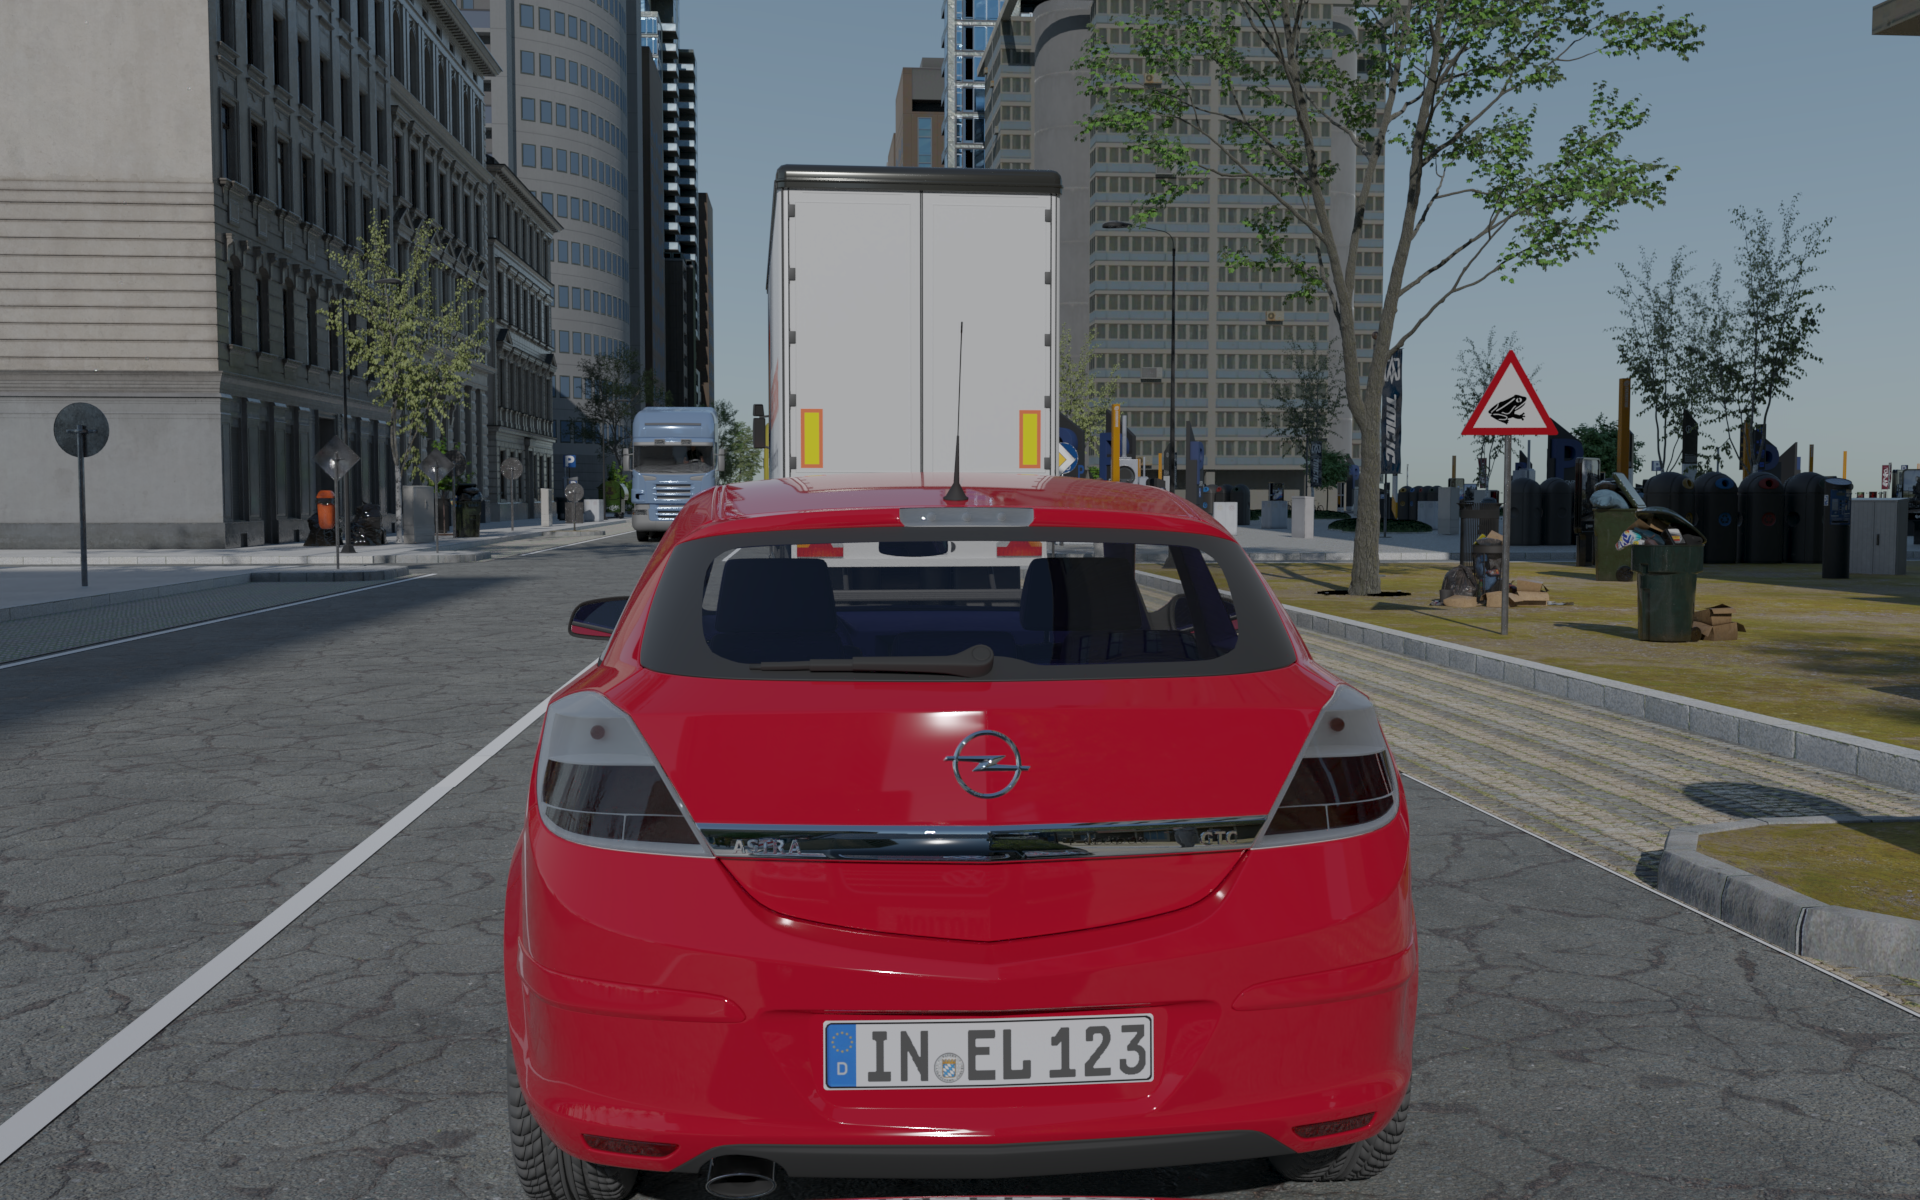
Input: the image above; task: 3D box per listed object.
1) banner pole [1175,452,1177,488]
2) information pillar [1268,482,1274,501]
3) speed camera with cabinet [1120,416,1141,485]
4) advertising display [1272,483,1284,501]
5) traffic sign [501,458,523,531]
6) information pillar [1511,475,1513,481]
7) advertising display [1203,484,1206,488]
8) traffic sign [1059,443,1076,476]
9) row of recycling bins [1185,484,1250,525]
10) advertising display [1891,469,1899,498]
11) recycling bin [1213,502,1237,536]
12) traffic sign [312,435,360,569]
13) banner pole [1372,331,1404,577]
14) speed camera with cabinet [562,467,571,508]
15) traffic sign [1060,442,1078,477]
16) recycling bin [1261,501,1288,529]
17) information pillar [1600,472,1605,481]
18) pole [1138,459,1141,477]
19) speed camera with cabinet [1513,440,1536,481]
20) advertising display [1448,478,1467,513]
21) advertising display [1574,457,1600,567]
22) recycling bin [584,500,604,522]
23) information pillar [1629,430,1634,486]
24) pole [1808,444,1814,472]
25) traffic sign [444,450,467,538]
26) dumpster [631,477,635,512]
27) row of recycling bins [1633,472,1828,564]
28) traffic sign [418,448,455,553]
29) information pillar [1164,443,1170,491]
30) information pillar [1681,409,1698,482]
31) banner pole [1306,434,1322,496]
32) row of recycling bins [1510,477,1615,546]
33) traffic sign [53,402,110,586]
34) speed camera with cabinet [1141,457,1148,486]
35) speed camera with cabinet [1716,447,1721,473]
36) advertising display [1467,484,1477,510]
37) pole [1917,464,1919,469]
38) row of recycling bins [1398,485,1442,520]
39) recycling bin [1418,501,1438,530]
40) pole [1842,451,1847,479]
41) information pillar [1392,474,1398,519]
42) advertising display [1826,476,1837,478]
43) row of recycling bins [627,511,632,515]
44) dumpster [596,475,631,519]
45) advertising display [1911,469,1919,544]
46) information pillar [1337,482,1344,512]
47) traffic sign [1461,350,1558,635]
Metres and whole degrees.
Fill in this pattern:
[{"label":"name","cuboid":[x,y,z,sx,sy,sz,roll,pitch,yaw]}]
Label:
[{"label":"banner pole","cuboid":[11.319,-6.198,91.349,0.401,3.779,0.863,-1,4,-10]},{"label":"information pillar","cuboid":[19.489,-6.360,108.485,0.304,2.012,0.304,0,4,-3]},{"label":"speed camera with cabinet","cuboid":[3.441,-3.012,43.580,2.038,3.252,0.660,0,4,4]},{"label":"advertising display","cuboid":[19.035,-6.020,103.643,0.123,1.923,0.974,-2,4,-28]},{"label":"traffic sign","cuboid":[-15.638,-3.690,60.444,0.768,2.556,0.104,0,4,0]},{"label":"information pillar","cuboid":[21.584,-3.869,67.752,0.304,2.012,0.304,0,4,6]},{"label":"advertising display","cuboid":[15.198,-6.303,108.273,0.123,1.923,0.974,0,4,-7]},{"label":"traffic sign","cuboid":[1.642,-1.645,30.541,0.795,2.450,0.064,0,4,-5]},{"label":"row of recycling bins","cuboid":[10.815,-4.010,72.678,1.069,1.692,3.534,-3,4,-36]},{"label":"advertising display","cuboid":[24.648,-2.462,45.466,0.123,1.923,0.974,3,5,43]},{"label":"recycling bin","cuboid":[8.197,-2.508,53.560,0.722,1.027,0.722,0,4,7]},{"label":"traffic sign","cuboid":[-10.606,-1.580,29.480,0.795,2.450,0.064,0,4,-5]},{"label":"banner pole","cuboid":[6.496,-2.234,26.535,0.401,3.779,0.863,-2,4,-25]},{"label":"speed camera with cabinet","cuboid":[-20.981,-6.046,93.194,0.660,3.252,2.038,-1,4,-19]},{"label":"traffic sign","cuboid":[2.527,-2.612,42.805,0.768,2.556,0.104,0,4,-2]},{"label":"recycling bin","cuboid":[11.697,-3.173,64.435,0.722,1.027,0.722,-1,4,-22]},{"label":"information pillar","cuboid":[21.160,-3.238,57.440,0.304,2.012,0.304,-1,4,-11]},{"label":"pole","cuboid":[10.346,-6.510,100.285,0.158,3.312,0.155,0,3,0]},{"label":"speed camera with cabinet","cuboid":[21.155,-4.249,63.806,2.038,3.252,0.660,-3,5,-40]},{"label":"advertising display","cuboid":[19.949,-3.942,69.663,0.974,1.923,0.123,-3,5,-40]},{"label":"advertising display","cuboid":[11.148,-1.565,30.799,0.123,1.923,0.974,3,4,38]},{"label":"recycling bin","cuboid":[-16.948,-4.135,80.161,0.722,1.027,0.722,0,4,7]},{"label":"information pillar","cuboid":[21.703,-3.979,56.411,0.183,3.616,0.504,-2,4,-26]},{"label":"pole","cuboid":[34.846,-4.717,70.967,0.158,3.312,0.155,0,3,0]},{"label":"traffic sign","cuboid":[-14.683,-3.066,50.233,0.768,2.556,0.104,0,4,5]},{"label":"dumpster","cuboid":[-18.720,-5.779,96.988,1.502,2.255,1.985,0,4,-5]},{"label":"row of recycling bins","cuboid":[14.394,-1.529,32.115,3.534,1.692,1.069,0,4,-6]},{"label":"traffic sign","cuboid":[-11.311,-2.067,37.434,0.795,2.450,0.064,0,4,-5]},{"label":"information pillar","cuboid":[9.482,-5.376,79.246,0.183,3.616,0.504,-2,4,-25]},{"label":"information pillar","cuboid":[20.022,-3.439,47.579,0.504,3.616,0.183,-1,4,-21]},{"label":"banner pole","cuboid":[14.694,-5.031,72.268,0.863,3.779,0.401,2,4,24]},{"label":"row of recycling bins","cuboid":[15.299,-2.226,43.509,3.534,1.692,1.069,-1,4,-19]},{"label":"traffic sign","cuboid":[-12.185,-1.464,24.035,0.768,2.556,0.104,0,4,-1]},{"label":"speed camera with cabinet","cuboid":[9.370,-6.027,92.878,0.660,3.252,2.038,-1,4,-23]},{"label":"speed camera with cabinet","cuboid":[31.830,-4.840,73.475,0.660,3.252,2.038,1,4,16]},{"label":"advertising display","cuboid":[31.163,-6.168,106.061,0.974,1.923,0.123,1,4,11]},{"label":"pole","cuboid":[64.031,-7.459,115.799,0.158,3.312,0.155,0,3,0]},{"label":"row of recycling bins","cuboid":[22.485,-4.719,84.271,1.069,1.692,3.534,-1,4,-17]},{"label":"recycling bin","cuboid":[16.834,-3.014,61.838,0.722,1.027,0.722,-3,5,-44]},{"label":"pole","cuboid":[41.853,-5.391,81.991,0.158,3.312,0.155,0,3,0]},{"label":"information pillar","cuboid":[19.933,-5.381,79.336,0.183,3.616,0.504,0,4,-7]},{"label":"advertising display","cuboid":[30.888,-3.444,61.522,0.123,1.923,0.974,0,4,7]},{"label":"row of recycling bins","cuboid":[-20.293,-6.215,108.728,1.069,1.692,3.534,-1,4,-16]},{"label":"dumpster","cuboid":[-18.064,-5.347,89.921,1.502,2.255,1.985,0,4,-5]},{"label":"advertising display","cuboid":[24.479,-2.374,44.025,0.974,1.923,0.123,2,4,33]},{"label":"information pillar","cuboid":[23.151,-6.167,105.317,0.304,2.012,0.304,-3,4,-39]},{"label":"traffic sign","cuboid":[4.963,-0.961,15.713,0.884,2.594,0.081,0,4,-2]}]
